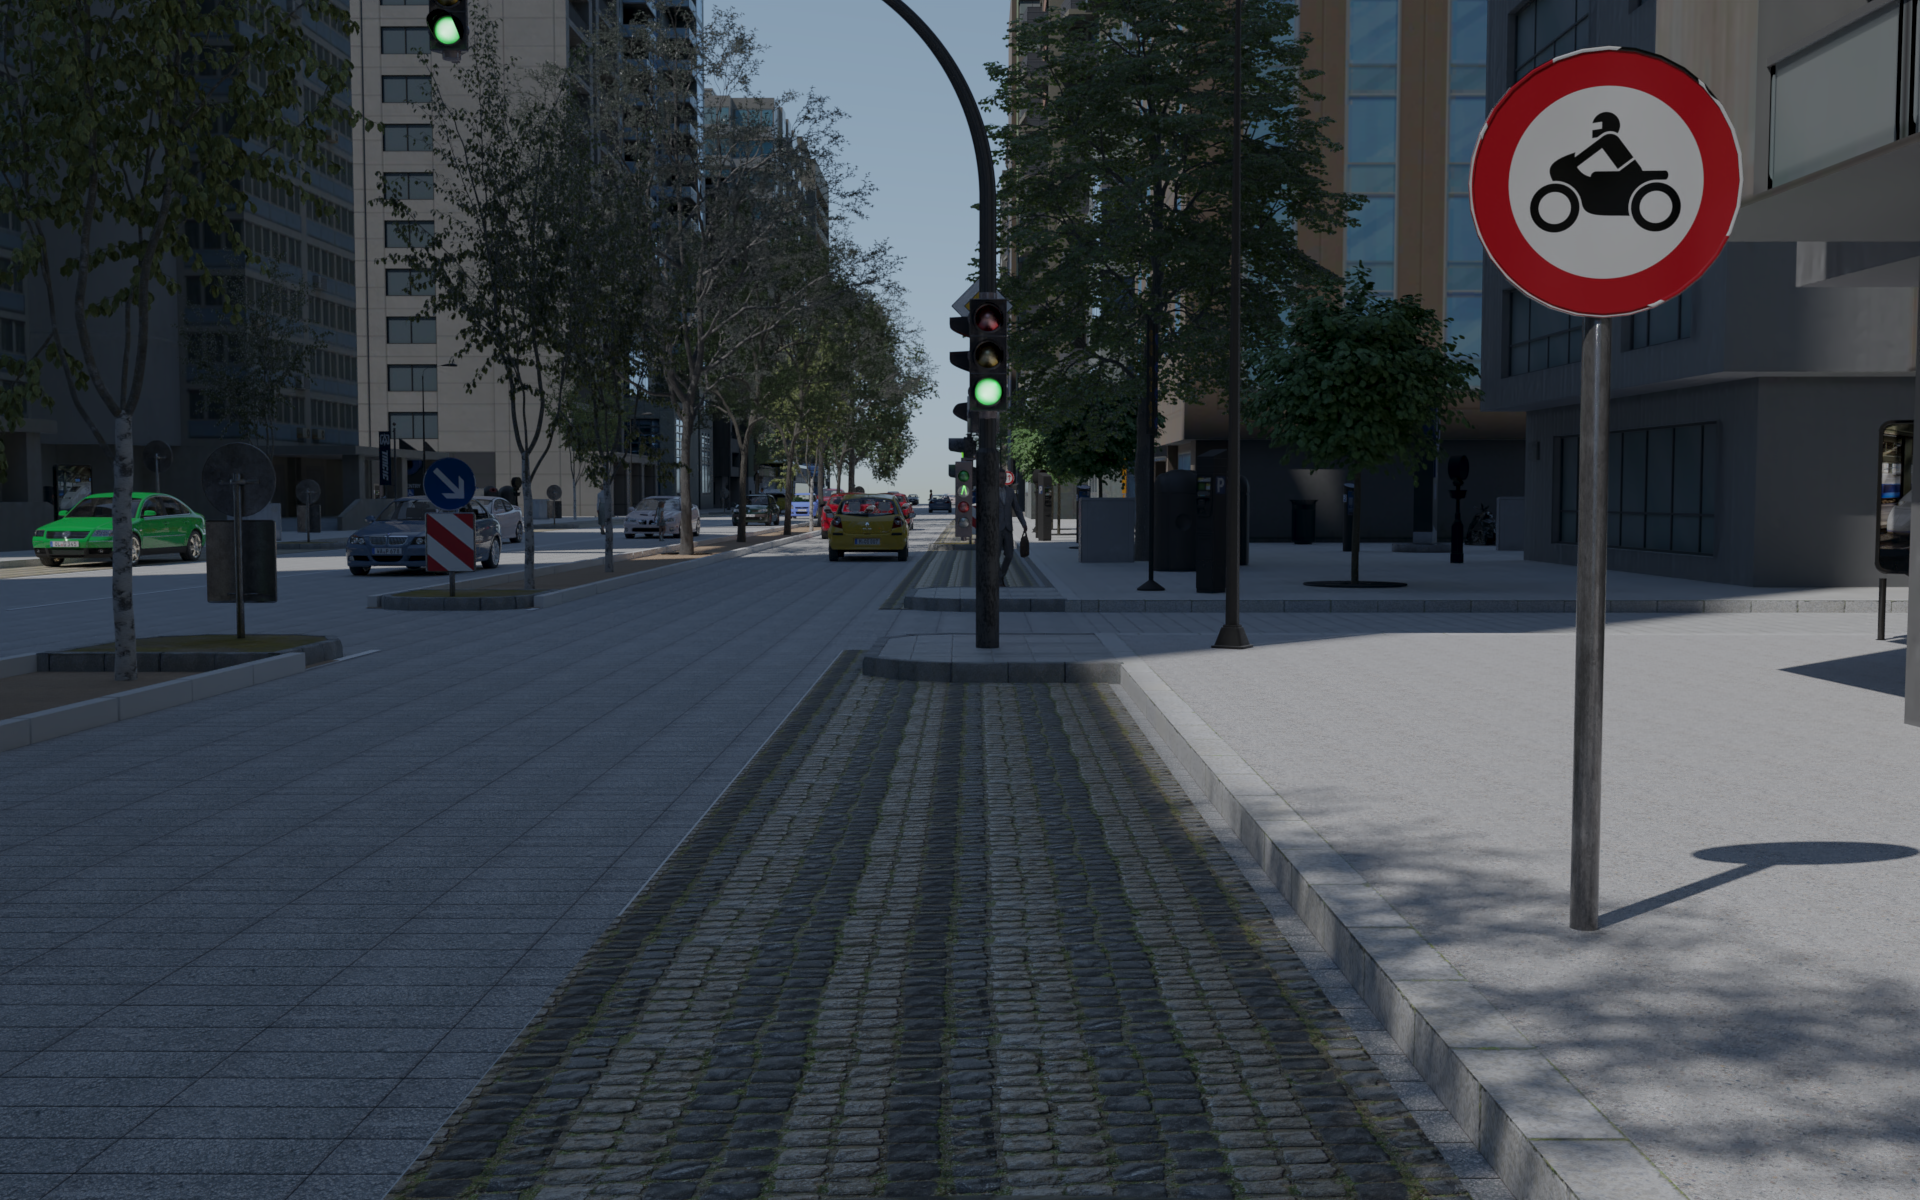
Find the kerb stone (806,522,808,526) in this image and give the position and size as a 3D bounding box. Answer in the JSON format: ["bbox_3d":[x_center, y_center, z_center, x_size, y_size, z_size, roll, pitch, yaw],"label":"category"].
[{"bbox_3d":[-6.931,-3.326,76.572,0.120,0.150,1.000,0,4,0],"label":"kerb stone"}]

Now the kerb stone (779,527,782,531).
[{"bbox_3d":[-7.020,-2.698,66.323,0.120,0.150,1.000,0,4,0],"label":"kerb stone"}]

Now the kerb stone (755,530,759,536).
[{"bbox_3d":[-7.074,-2.260,59.162,0.120,0.150,1.000,0,4,0],"label":"kerb stone"}]

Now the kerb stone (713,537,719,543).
[{"bbox_3d":[-7.159,-1.696,49.929,0.120,0.150,1.000,0,4,0],"label":"kerb stone"}]

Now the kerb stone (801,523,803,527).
[{"bbox_3d":[-6.954,-3.200,74.517,0.120,0.150,1.000,0,4,0],"label":"kerb stone"}]

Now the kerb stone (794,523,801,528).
[{"bbox_3d":[-6.957,-3.137,73.488,0.120,0.150,1.000,0,4,0],"label":"kerb stone"}]

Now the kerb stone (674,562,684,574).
[{"bbox_3d":[-5.204,-0.567,31.464,0.120,0.150,1.000,0,4,0],"label":"kerb stone"}]

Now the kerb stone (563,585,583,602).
[{"bbox_3d":[-5.280,-0.066,23.277,0.120,0.150,1.000,0,4,0],"label":"kerb stone"}]

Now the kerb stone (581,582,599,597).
[{"bbox_3d":[-5.274,-0.126,24.300,0.120,0.150,1.000,0,4,0],"label":"kerb stone"}]

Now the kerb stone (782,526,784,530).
[{"bbox_3d":[-7.010,-2.759,67.345,0.120,0.150,1.000,0,4,0],"label":"kerb stone"}]

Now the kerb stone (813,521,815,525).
[{"bbox_3d":[-6.900,-3.508,79.681,0.120,0.150,1.000,0,4,0],"label":"kerb stone"}]

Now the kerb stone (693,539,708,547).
[{"bbox_3d":[-7.173,-1.571,47.878,0.120,0.150,1.000,0,4,0],"label":"kerb stone"}]

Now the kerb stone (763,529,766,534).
[{"bbox_3d":[-7.057,-2.384,61.210,0.120,0.150,1.000,0,4,0],"label":"kerb stone"}]

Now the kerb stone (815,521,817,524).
[{"bbox_3d":[-6.902,-3.577,80.703,0.120,0.150,1.000,0,4,0],"label":"kerb stone"}]

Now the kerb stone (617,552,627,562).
[{"bbox_3d":[-7.261,-0.881,36.605,0.120,0.150,1.000,0,4,0],"label":"kerb stone"}]

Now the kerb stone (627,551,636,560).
[{"bbox_3d":[-7.263,-0.944,37.629,0.120,0.150,1.000,0,4,0],"label":"kerb stone"}]

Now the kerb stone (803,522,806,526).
[{"bbox_3d":[-6.941,-3.263,75.539,0.120,0.150,1.000,0,4,0],"label":"kerb stone"}]

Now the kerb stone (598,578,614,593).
[{"bbox_3d":[-5.258,-0.192,25.328,0.120,0.150,1.000,0,4,0],"label":"kerb stone"}]

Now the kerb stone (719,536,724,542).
[{"bbox_3d":[-7.146,-1.759,50.966,0.120,0.150,1.000,0,4,0],"label":"kerb stone"}]

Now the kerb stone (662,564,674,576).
[{"bbox_3d":[-5.213,-0.504,30.437,0.120,0.150,1.000,0,4,0],"label":"kerb stone"}]

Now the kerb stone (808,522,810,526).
[{"bbox_3d":[-6.921,-3.382,77.613,0.120,0.150,1.000,0,4,0],"label":"kerb stone"}]

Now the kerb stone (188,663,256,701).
[{"bbox_3d":[-5.367,0.594,12.488,0.120,0.150,1.000,0,4,0],"label":"kerb stone"}]

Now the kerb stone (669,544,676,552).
[{"bbox_3d":[-7.209,-1.257,42.754,0.120,0.150,1.000,0,4,0],"label":"kerb stone"}]

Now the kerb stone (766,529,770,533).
[{"bbox_3d":[-7.050,-2.449,62.232,0.120,0.150,1.000,0,4,0],"label":"kerb stone"}]

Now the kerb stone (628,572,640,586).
[{"bbox_3d":[-5.247,-0.315,27.372,0.120,0.150,1.000,0,4,0],"label":"kerb stone"}]

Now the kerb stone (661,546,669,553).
[{"bbox_3d":[-7.223,-1.193,41.732,0.120,0.150,1.000,0,4,0],"label":"kerb stone"}]

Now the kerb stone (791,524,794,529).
[{"bbox_3d":[-6.983,-2.949,70.422,0.120,0.150,1.000,0,4,0],"label":"kerb stone"}]

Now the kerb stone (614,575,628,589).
[{"bbox_3d":[-5.253,-0.254,26.350,0.120,0.150,1.000,0,4,0],"label":"kerb stone"}]

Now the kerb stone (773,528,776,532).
[{"bbox_3d":[-7.041,-2.572,64.276,0.120,0.150,1.000,0,4,0],"label":"kerb stone"}]

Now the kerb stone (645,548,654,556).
[{"bbox_3d":[-7.226,-1.070,39.686,0.120,0.150,1.000,0,4,0],"label":"kerb stone"}]

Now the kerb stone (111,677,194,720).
[{"bbox_3d":[-5.370,0.656,11.463,0.120,0.150,1.000,0,4,0],"label":"kerb stone"}]

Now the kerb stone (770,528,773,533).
[{"bbox_3d":[-7.039,-2.511,63.254,0.120,0.150,1.000,0,4,0],"label":"kerb stone"}]

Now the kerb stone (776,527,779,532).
[{"bbox_3d":[-7.020,-2.636,65.297,0.120,0.150,1.000,0,4,0],"label":"kerb stone"}]

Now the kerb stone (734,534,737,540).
[{"bbox_3d":[-7.119,-1.947,54.036,0.120,0.150,1.000,0,4,0],"label":"kerb stone"}]

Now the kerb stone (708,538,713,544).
[{"bbox_3d":[-7.169,-1.634,48.904,0.120,0.150,1.000,0,4,0],"label":"kerb stone"}]

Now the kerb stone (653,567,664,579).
[{"bbox_3d":[-5.224,-0.438,29.416,0.120,0.150,1.000,0,4,0],"label":"kerb stone"}]

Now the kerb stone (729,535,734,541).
[{"bbox_3d":[-7.122,-1.883,53.014,0.120,0.150,1.000,0,4,0],"label":"kerb stone"}]

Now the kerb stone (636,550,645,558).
[{"bbox_3d":[-7.245,-1.003,38.658,0.120,0.150,1.000,0,4,0],"label":"kerb stone"}]

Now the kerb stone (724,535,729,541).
[{"bbox_3d":[-7.127,-1.818,51.988,0.120,0.150,1.000,0,4,0],"label":"kerb stone"}]

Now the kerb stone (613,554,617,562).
[{"bbox_3d":[-7.268,-0.819,35.583,0.120,0.150,1.000,0,4,0],"label":"kerb stone"}]

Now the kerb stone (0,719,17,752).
[{"bbox_3d":[-5.392,0.786,9.417,0.120,0.150,1.000,0,4,0],"label":"kerb stone"}]

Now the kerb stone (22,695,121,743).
[{"bbox_3d":[-5.384,0.722,10.440,0.120,0.150,1.000,0,4,0],"label":"kerb stone"}]

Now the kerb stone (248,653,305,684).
[{"bbox_3d":[-5.361,0.531,13.514,0.120,0.150,1.000,0,4,0],"label":"kerb stone"}]

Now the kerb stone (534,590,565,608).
[{"bbox_3d":[-5.289,-0.003,22.255,0.120,0.150,1.000,0,4,0],"label":"kerb stone"}]

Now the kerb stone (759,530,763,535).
[{"bbox_3d":[-7.068,-2.324,60.188,0.120,0.150,1.000,0,4,0],"label":"kerb stone"}]

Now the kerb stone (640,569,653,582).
[{"bbox_3d":[-5.236,-0.379,28.394,0.120,0.150,1.000,0,4,0],"label":"kerb stone"}]

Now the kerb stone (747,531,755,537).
[{"bbox_3d":[-7.089,-2.198,58.140,0.120,0.150,1.000,0,4,0],"label":"kerb stone"}]

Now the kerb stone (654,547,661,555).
[{"bbox_3d":[-7.233,-1.132,40.708,0.120,0.150,1.000,0,4,0],"label":"kerb stone"}]

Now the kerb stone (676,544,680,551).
[{"bbox_3d":[-7.201,-1.320,43.778,0.120,0.150,1.000,0,4,0],"label":"kerb stone"}]
